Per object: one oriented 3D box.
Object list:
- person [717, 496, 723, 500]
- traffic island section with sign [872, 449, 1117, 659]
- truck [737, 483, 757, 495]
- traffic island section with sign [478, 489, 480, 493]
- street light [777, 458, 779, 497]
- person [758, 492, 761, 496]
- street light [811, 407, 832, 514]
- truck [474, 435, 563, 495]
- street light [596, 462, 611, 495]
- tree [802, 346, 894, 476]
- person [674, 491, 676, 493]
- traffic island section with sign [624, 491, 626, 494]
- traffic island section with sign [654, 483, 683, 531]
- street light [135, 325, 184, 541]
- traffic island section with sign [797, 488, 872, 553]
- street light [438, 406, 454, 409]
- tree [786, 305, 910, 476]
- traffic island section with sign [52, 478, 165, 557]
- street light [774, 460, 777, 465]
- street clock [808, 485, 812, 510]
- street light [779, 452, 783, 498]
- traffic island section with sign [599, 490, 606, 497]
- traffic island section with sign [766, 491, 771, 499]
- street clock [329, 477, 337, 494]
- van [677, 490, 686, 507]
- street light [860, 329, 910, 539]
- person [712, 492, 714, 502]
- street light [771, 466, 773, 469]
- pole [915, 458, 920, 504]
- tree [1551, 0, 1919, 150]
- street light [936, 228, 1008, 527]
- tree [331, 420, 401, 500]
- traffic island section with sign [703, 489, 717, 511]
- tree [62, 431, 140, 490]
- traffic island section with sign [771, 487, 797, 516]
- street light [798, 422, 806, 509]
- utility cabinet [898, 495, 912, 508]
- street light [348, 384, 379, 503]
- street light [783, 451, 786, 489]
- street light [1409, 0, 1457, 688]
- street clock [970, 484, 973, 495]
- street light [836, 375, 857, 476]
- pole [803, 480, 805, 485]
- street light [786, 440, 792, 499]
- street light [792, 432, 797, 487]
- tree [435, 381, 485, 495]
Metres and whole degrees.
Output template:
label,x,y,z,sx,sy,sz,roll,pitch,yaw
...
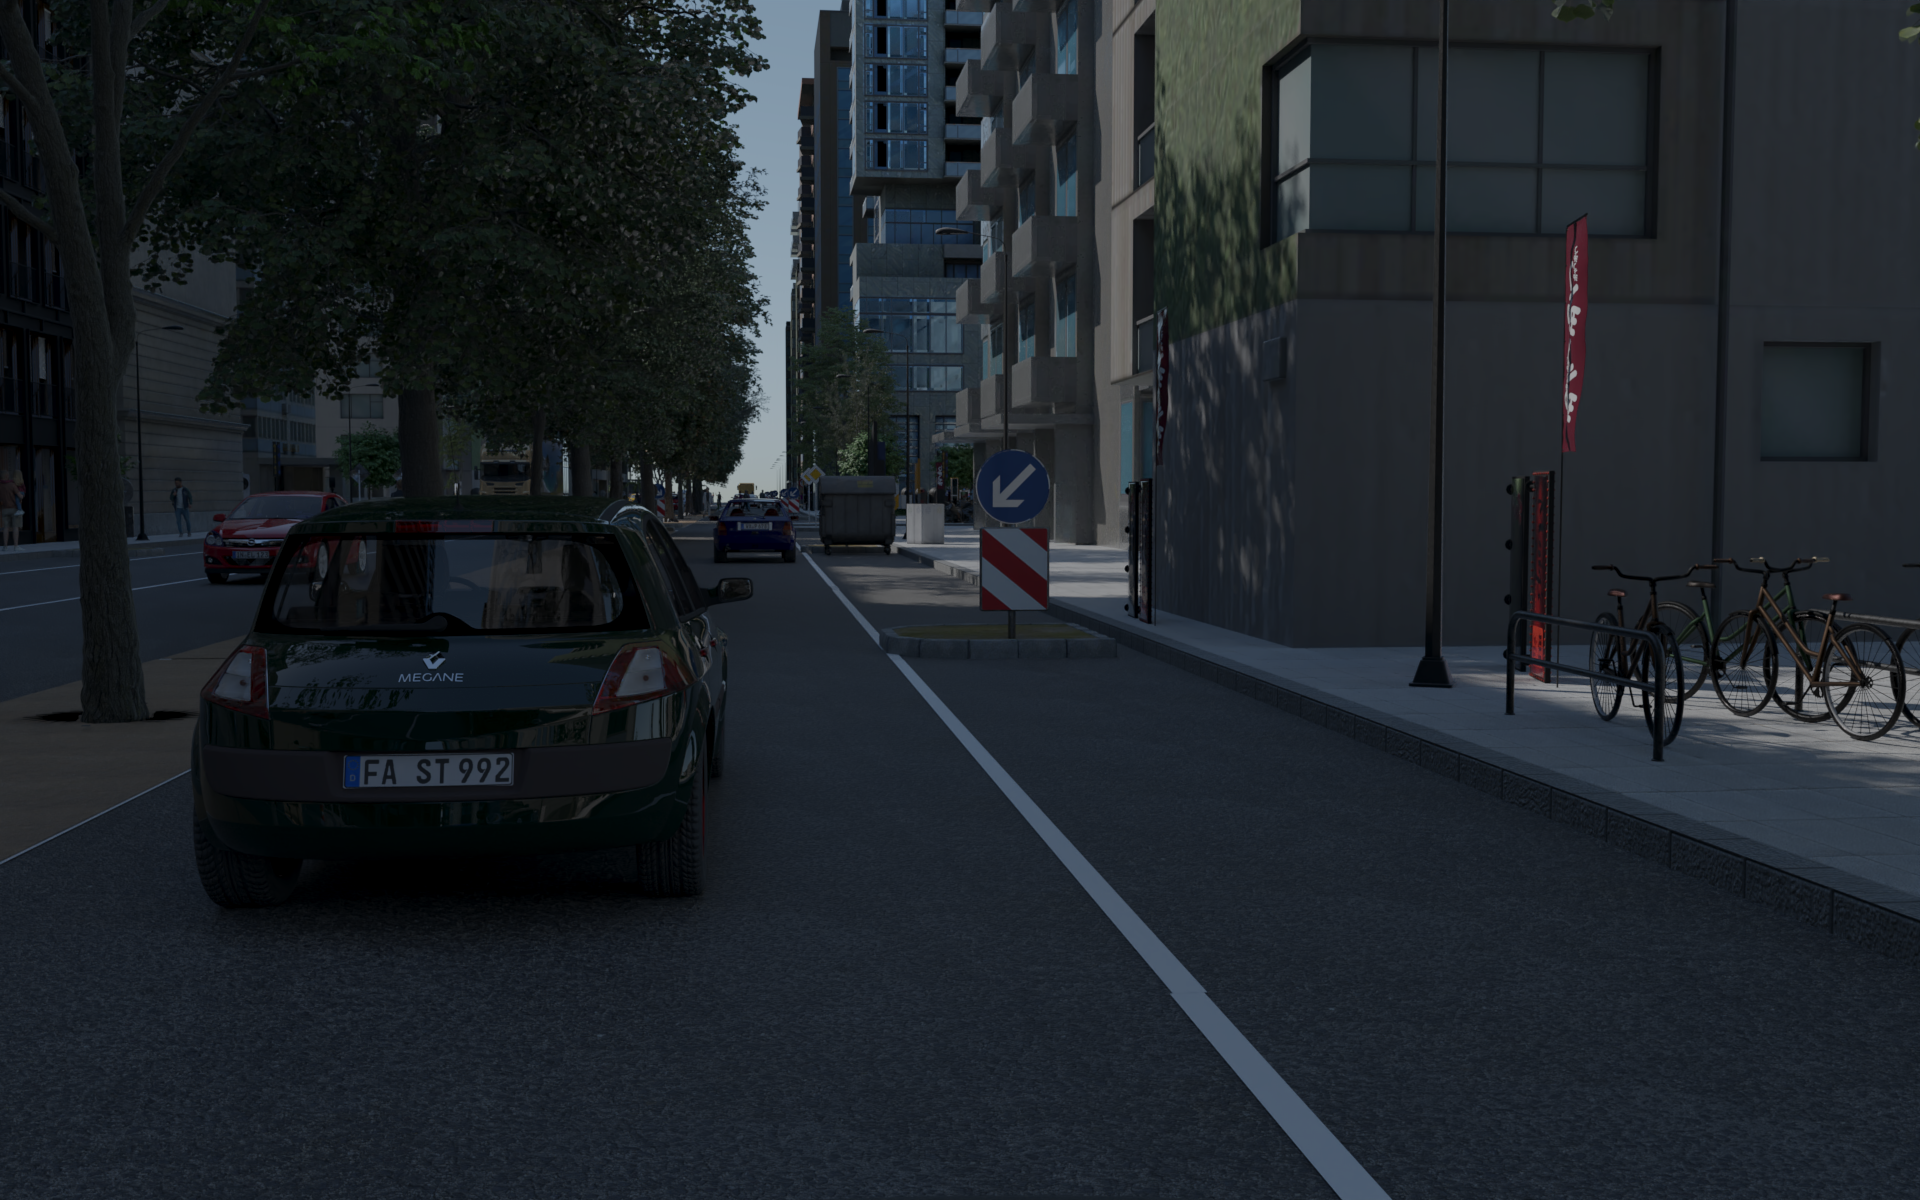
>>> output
label,x,y,z,sx,sy,sz,roll,pitch,yaw
person,-34.079,-14.322,245.891,0.991,1.433,0.599,0,4,7
traffic island section with sign,0.274,-0.452,16.021,1.989,1.847,2.006,0,4,-7
truck,-36.520,-18.383,296.489,3.469,3.379,9.791,0,4,-6
traffic island section with sign,-26.377,-5.349,96.078,1.989,1.847,2.006,0,4,-7
street light,-20.916,-14.373,207.531,1.470,5.913,1.316,0,4,-7
person,-30.753,-15.822,267.708,1.217,1.766,0.721,0,4,3
street light,-7.111,-7.327,92.338,1.470,5.913,1.316,0,4,-7
truck,-21.162,-5.794,83.639,2.839,4.237,11.283,0,4,-5
street light,-38.772,-13.141,187.398,1.470,5.913,1.316,0,4,-7
tree,-5.368,-8.270,85.585,4.360,8.622,3.978,0,3,0
person,-31.410,-11.061,190.028,0.721,1.739,1.217,-3,4,-36
traffic island section with sign,-38.756,-11.659,199.248,1.989,1.847,2.006,0,4,-7
traffic island section with sign,-12.919,-4.045,74.271,2.006,1.907,1.989,0,4,-7
street light,-22.080,-4.603,47.794,1.470,5.913,1.316,0,4,-7
traffic island section with sign,-2.939,-2.089,42.785,1.989,1.847,2.006,0,4,-7
street light,-27.297,-7.273,91.455,1.470,5.913,1.316,0,4,-7
tree,-6.764,-11.398,104.479,7.486,12.596,7.792,0,3,0
traffic island section with sign,-19.681,-1.932,40.221,1.989,1.847,2.006,0,4,-7
street light,-23.217,-15.506,226.056,1.470,5.913,1.316,0,4,-7
street clock,-11.771,-8.048,136.158,0.471,2.002,0.358,2,4,33
street light,-18.702,-13.238,188.980,1.470,5.913,1.316,0,4,-7
traffic island section with sign,-35.545,-10.022,172.484,1.989,1.847,2.006,0,4,-7
traffic island section with sign,-12.653,-7.041,123.755,1.989,1.847,2.006,0,4,-7
street clock,-26.555,-4.204,73.303,0.358,2.002,0.471,-1,4,-17
van,-25.952,-9.543,163.038,2.013,2.044,4.112,0,4,-8
street light,-2.017,-4.673,48.947,1.470,5.913,1.316,0,4,-7
person,-42.645,-17.703,298.654,0.721,1.736,1.217,1,4,11
street light,-26.382,-17.132,252.651,1.470,5.913,1.316,0,4,-7
pole,-2.345,-6.445,99.226,0.158,3.312,0.155,0,3,0
tree,4.641,-5.377,6.044,7.486,12.596,7.792,0,3,0
street light,0.271,-3.540,30.421,1.470,5.913,1.316,0,4,-7
tree,-26.171,-5.704,76.972,4.285,4.588,4.351,0,3,0
traffic island section with sign,-21.882,-8.608,148.876,2.006,1.907,1.989,0,4,-7
tree,-22.650,-3.104,45.350,1.663,3.219,1.824,0,3,0
traffic island section with sign,-9.404,-5.384,96.650,1.989,1.847,2.006,0,4,-7
street light,-9.514,-8.498,111.490,1.470,5.913,1.316,0,4,-7
utility cabinet,-3.292,-5.638,103.343,0.306,1.237,1.020,3,4,38
street light,-25.110,-6.139,72.916,1.470,5.913,1.316,0,4,-7
street light,-16.386,-12.105,170.457,1.470,5.913,1.316,0,4,-7
street light,2.631,-2.375,11.372,1.470,5.913,1.316,0,4,-7
street clock,0.644,-6.523,111.229,0.358,2.002,0.471,-3,4,-37
street light,-4.098,-5.808,67.499,1.470,5.913,1.316,0,4,-7
pole,-12.462,-8.822,138.076,0.158,3.312,0.155,0,3,0
street light,-14.312,-10.970,151.905,1.470,5.913,1.316,0,4,-7
street light,-11.621,-9.633,130.038,1.470,5.913,1.316,0,4,-7
tree,-29.299,-9.185,100.532,4.737,8.622,4.395,0,3,0
